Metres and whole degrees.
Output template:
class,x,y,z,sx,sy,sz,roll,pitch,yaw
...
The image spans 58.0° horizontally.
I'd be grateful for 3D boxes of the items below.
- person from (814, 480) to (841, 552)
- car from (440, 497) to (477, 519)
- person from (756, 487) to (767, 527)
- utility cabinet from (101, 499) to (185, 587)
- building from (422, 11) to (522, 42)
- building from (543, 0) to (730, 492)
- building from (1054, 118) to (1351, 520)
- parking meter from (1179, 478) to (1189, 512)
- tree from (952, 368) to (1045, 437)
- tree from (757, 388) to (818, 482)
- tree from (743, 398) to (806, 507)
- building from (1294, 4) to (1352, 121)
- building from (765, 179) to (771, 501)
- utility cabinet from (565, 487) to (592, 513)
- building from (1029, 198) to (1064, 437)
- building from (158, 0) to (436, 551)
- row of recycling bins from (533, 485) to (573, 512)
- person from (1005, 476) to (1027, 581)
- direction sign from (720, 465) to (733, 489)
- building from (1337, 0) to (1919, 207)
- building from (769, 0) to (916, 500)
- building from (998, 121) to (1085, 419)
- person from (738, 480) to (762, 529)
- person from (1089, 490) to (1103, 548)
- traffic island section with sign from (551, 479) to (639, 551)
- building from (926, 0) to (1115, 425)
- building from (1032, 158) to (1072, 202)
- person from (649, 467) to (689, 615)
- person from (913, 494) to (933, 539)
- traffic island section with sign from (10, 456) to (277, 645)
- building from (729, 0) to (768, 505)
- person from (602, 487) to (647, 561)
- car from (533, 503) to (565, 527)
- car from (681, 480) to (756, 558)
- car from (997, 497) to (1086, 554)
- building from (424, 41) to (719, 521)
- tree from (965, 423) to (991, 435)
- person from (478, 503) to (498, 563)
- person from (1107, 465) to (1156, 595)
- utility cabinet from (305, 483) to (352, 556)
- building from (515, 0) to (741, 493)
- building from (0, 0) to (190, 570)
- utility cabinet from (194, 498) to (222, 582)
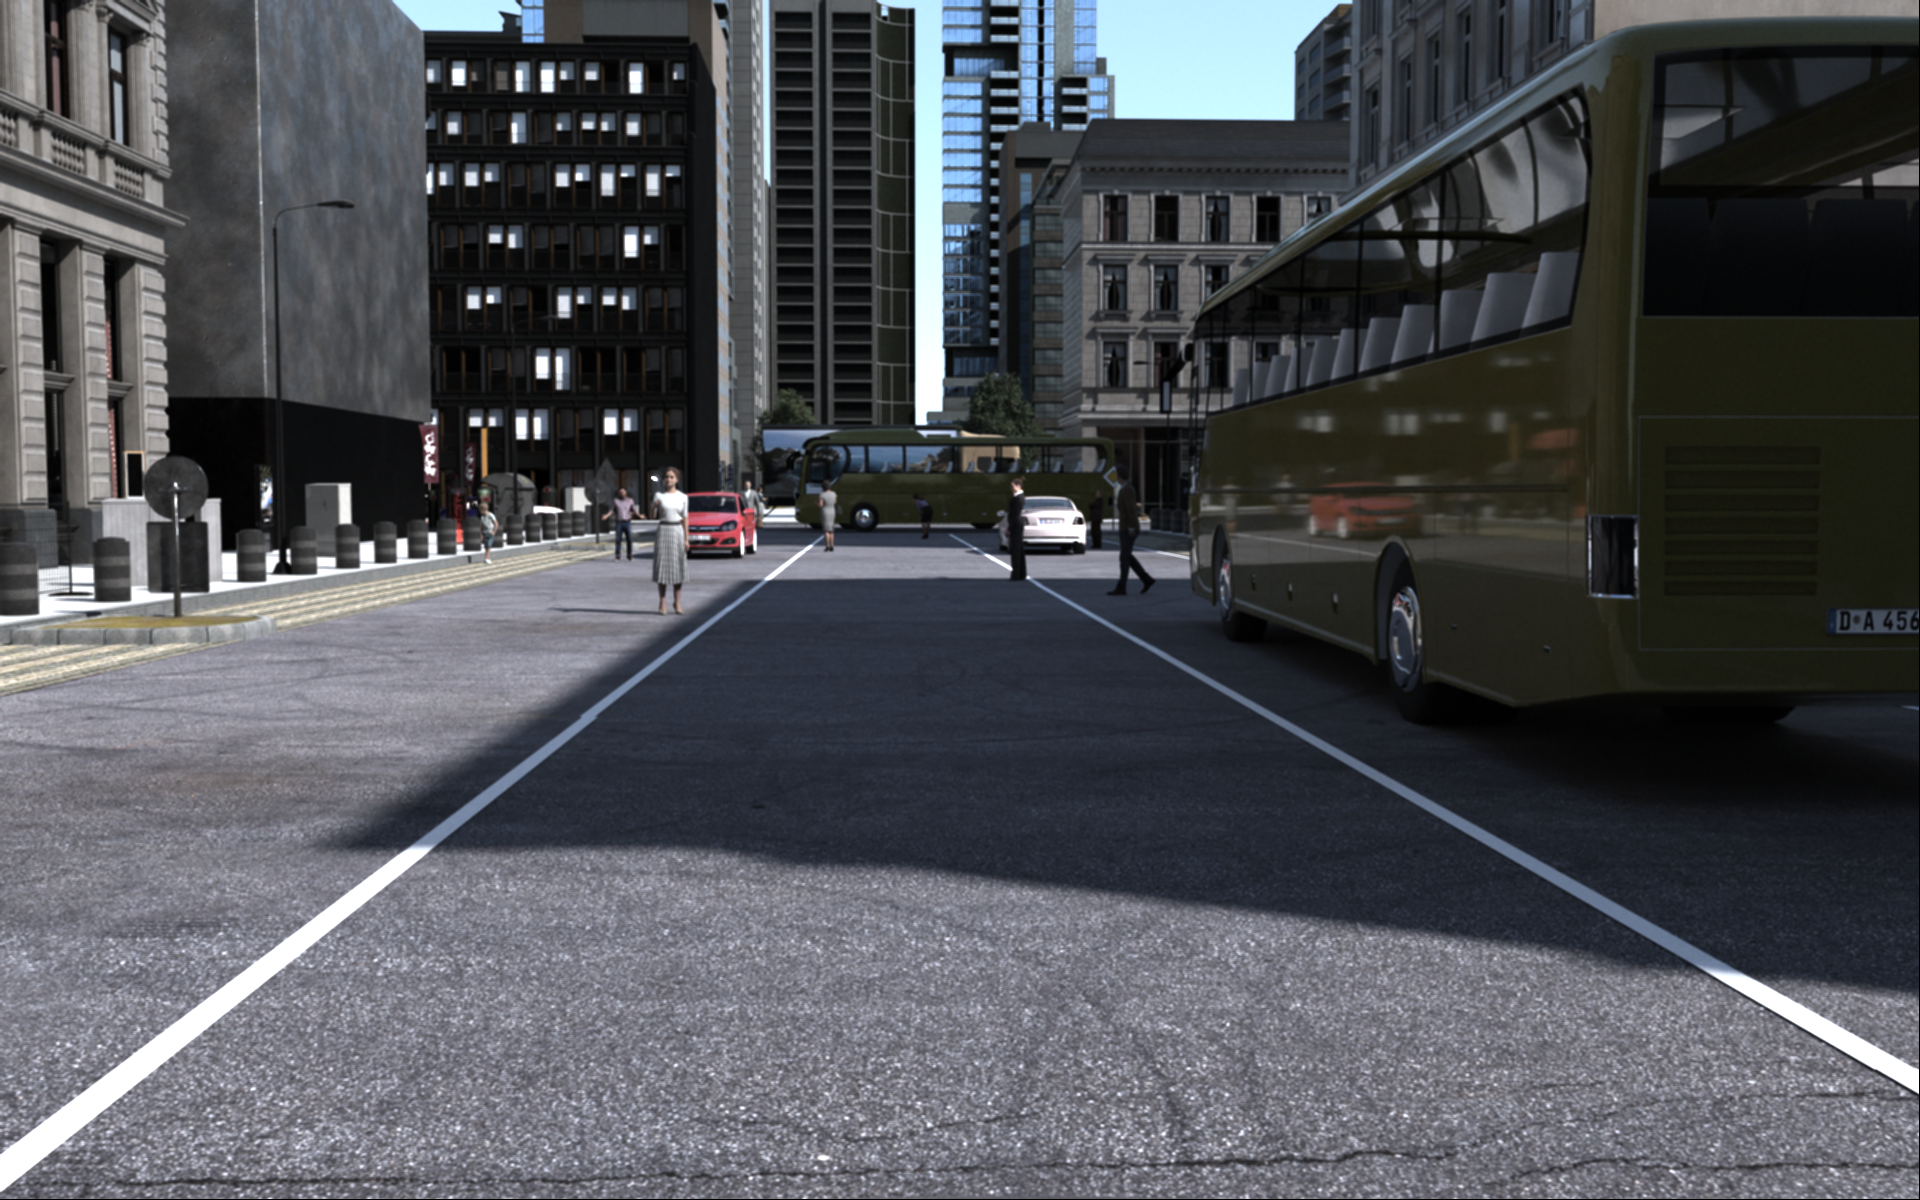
class,x,y,z,sx,sy,sz,roll,pitch,yaw
person,-3.294,-2.106,43.290,0.716,1.782,0.532,-3,4,-39
car,-18.342,-3.170,64.416,3.894,1.354,1.945,0,4,-1
person,-8.622,-4.055,75.372,0.480,1.755,0.524,3,5,40
utility cabinet,-11.349,-0.791,24.096,1.020,1.237,0.306,-1,4,-8
building,-57.635,-37.250,198.274,27.495,52.752,28.713,0,4,-3
building,-28.346,-30.905,155.408,14.600,45.320,14.200,0,4,-3
building,7.154,-14.657,90.551,40.483,20.767,10.553,0,4,-3
parking meter,8.031,-3.424,61.694,0.399,1.863,0.255,0,4,-8
tree,3.402,-14.674,156.928,9.611,12.733,9.660,0,3,0
tree,-18.139,-16.369,185.755,7.486,12.596,7.792,0,3,0
tree,-17.556,-14.299,168.201,7.601,10.594,8.767,0,4,-6
building,56.104,-40.676,207.045,28.212,58.520,21.231,0,4,-3
building,-37.854,-38.449,252.334,21.600,48.544,21.300,0,4,-3
utility cabinet,-12.750,-3.008,57.861,0.318,1.500,1.173,1,4,19
building,13.684,-24.438,171.266,14.160,30.474,14.107,0,4,-3
building,-24.344,-10.954,46.552,16.811,18.784,16.820,0,4,-3
row of recycling bins,-19.724,-4.524,81.085,3.534,1.692,1.069,-1,4,-9
person,0.876,-1.199,28.913,0.445,1.727,0.742,-1,4,-19
direction sign,-17.871,-8.611,132.794,0.876,3.537,0.379,0,4,5
building,19.294,-15.969,47.001,13.634,28.700,20.117,0,4,-3
building,-16.740,-49.767,251.946,20.611,71.187,20.563,0,4,-3
building,12.031,-34.182,208.989,14.600,45.320,14.200,0,4,-3
person,-5.764,-2.367,47.327,0.709,1.813,0.853,-1,4,-11
person,3.586,-2.139,45.747,0.388,1.546,0.482,0,3,0
traffic island section with sign,-9.271,-2.176,44.212,1.989,1.847,2.006,0,4,-3
building,8.984,-57.563,253.820,31.000,86.520,22.319,0,4,-3
building,21.260,-30.496,190.496,32.217,40.220,23.993,0,4,-3
person,-3.438,-0.702,20.545,0.480,1.755,0.524,-1,4,-21
person,-1.210,-2.688,55.686,0.697,1.427,0.421,2,4,31
traffic island section with sign,-8.010,-0.530,17.286,1.989,1.847,2.006,0,4,-3
building,-33.691,-46.771,202.952,20.611,71.187,20.563,0,4,-3
person,-7.215,-1.628,37.072,0.963,1.587,0.435,-1,4,-23
car,-19.405,-3.835,75.062,4.827,1.381,2.083,0,4,-1
car,-5.757,-1.891,39.951,2.155,1.783,4.494,0,4,-1
car,1.995,-1.851,42.620,2.083,1.381,4.827,0,4,-3
building,-20.967,-15.862,89.025,15.834,23.373,12.332,0,4,-3
tree,2.912,-14.421,170.189,7.601,10.594,8.767,0,4,5
person,-9.718,-1.375,35.664,0.352,1.250,0.332,-3,4,-37
person,2.420,-0.998,24.735,0.836,1.842,0.656,-2,4,-26
utility cabinet,-12.931,-1.637,35.440,1.173,1.500,0.318,3,4,37
building,-33.432,-52.833,176.494,22.319,86.520,31.000,0,4,-3
building,-20.230,-11.989,24.906,11.050,23.489,19.941,0,4,-3
utility cabinet,-11.102,-0.880,25.553,0.306,1.237,1.020,-2,4,-28
